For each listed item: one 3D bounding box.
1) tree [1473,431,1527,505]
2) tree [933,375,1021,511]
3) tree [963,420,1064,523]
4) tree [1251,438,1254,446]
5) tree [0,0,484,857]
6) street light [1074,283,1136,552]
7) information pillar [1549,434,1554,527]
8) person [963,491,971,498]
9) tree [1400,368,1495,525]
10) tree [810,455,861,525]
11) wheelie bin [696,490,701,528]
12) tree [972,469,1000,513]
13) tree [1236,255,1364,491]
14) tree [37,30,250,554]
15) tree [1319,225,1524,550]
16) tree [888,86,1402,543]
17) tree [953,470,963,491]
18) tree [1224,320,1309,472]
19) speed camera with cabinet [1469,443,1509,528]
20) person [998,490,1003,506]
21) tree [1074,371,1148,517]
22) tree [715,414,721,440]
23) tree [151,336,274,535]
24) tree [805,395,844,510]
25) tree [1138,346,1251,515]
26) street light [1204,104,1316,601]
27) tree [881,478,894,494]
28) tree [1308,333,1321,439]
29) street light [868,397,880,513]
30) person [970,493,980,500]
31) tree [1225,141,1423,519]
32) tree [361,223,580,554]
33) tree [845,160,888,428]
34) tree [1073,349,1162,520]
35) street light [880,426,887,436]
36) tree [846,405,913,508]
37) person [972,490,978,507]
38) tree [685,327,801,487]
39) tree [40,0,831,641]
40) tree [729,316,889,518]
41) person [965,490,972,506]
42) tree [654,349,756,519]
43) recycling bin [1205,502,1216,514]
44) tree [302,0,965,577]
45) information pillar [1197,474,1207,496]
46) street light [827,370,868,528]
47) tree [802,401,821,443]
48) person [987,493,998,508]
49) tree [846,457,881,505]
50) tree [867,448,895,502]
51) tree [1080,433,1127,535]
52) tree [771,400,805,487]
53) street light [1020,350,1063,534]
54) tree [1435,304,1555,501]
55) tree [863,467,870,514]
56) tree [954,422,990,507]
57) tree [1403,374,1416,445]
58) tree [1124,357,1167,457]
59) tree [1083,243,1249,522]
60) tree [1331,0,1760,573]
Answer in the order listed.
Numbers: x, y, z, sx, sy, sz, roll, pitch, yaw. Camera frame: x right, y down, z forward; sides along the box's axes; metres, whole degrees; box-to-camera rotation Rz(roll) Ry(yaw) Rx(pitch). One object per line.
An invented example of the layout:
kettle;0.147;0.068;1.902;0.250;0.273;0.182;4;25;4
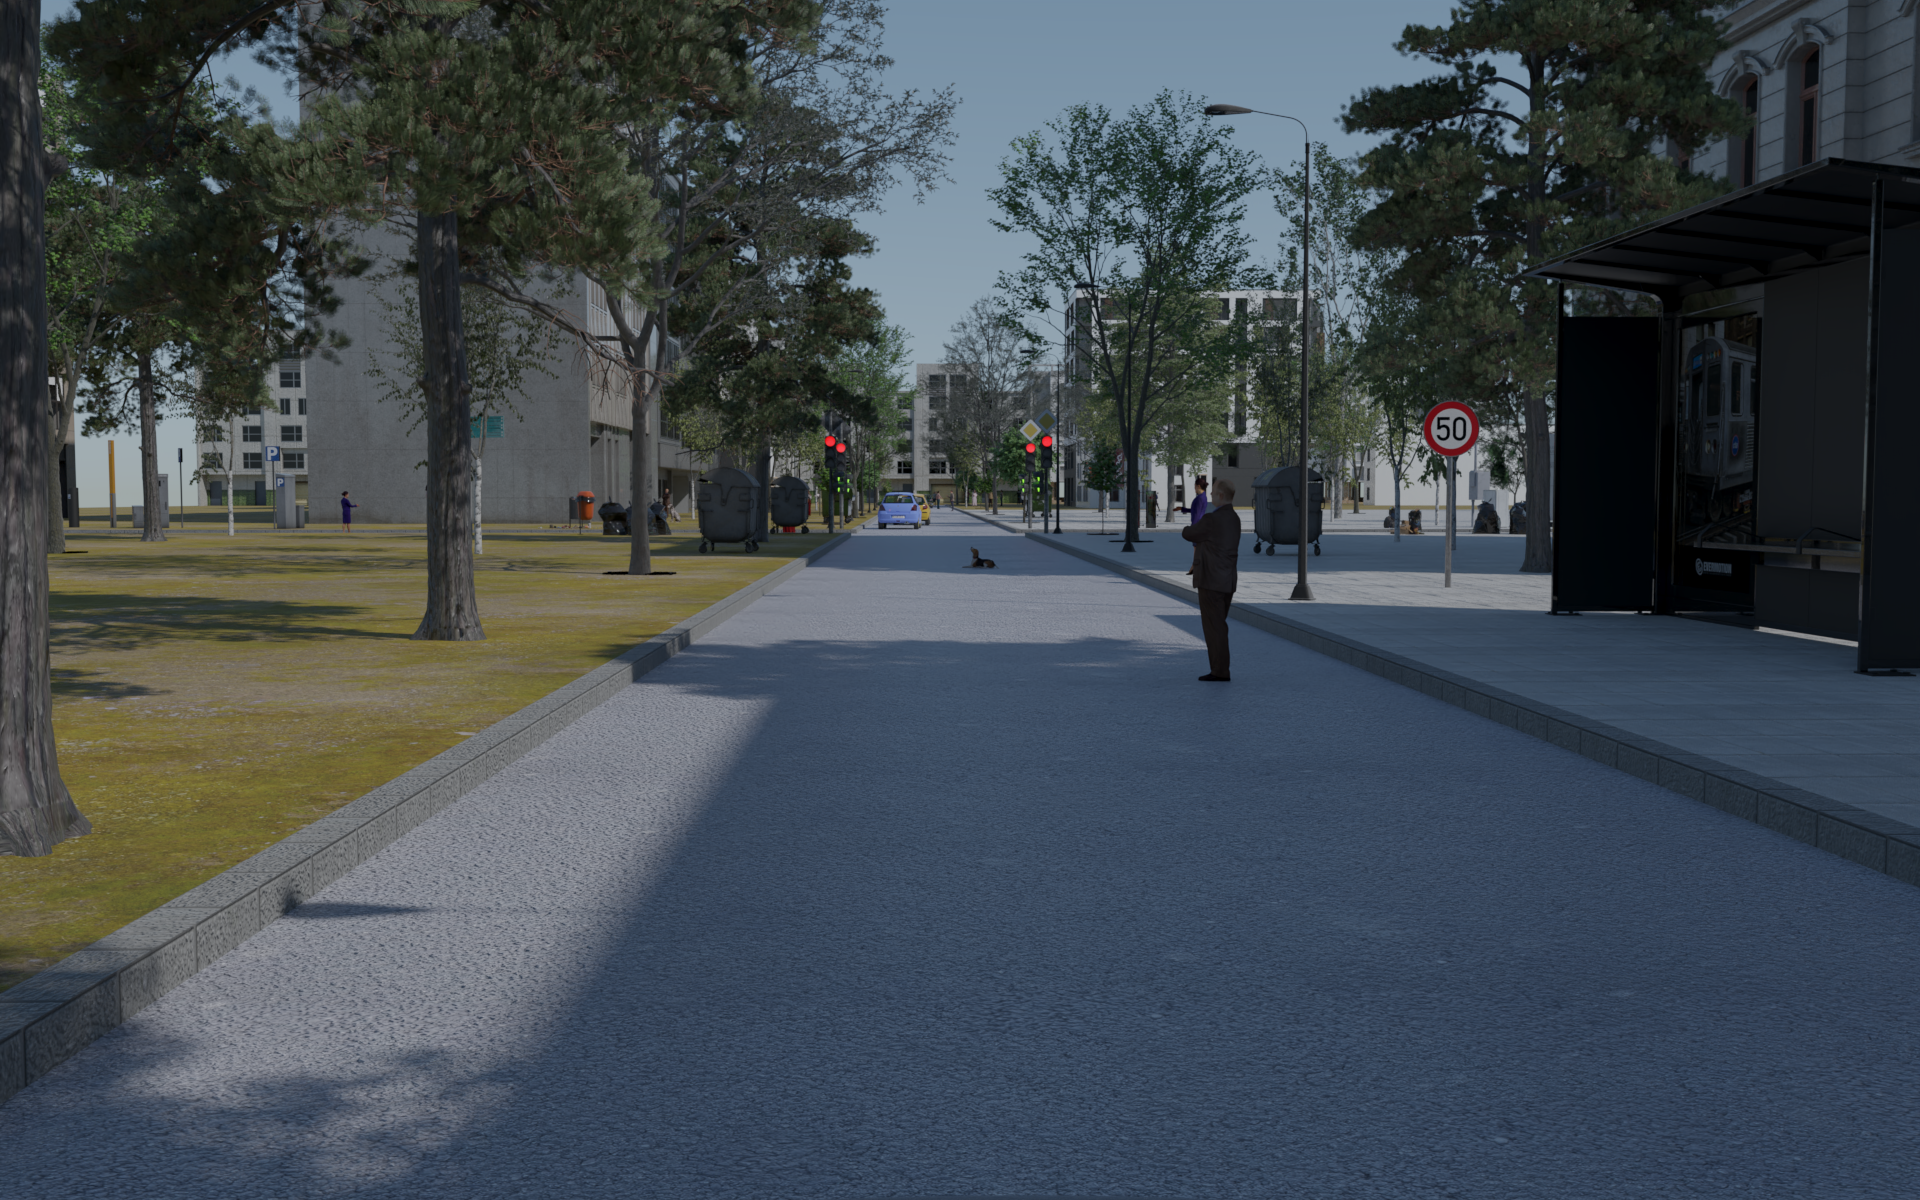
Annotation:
tree;49.758;-10.258;130.616;20.602;7.101;11.467;-1;4;-21
tree;1.737;-12.016;130.876;7.601;10.594;8.767;1;4;19
tree;2.866;-5.666;76.354;4.285;4.588;4.351;0;3;0
tree;18.230;-12.114;132.480;8.767;10.594;7.601;0;4;3
tree;-3.383;-6.042;6.210;7.806;13.903;7.818;0;3;0
street light;3.199;-4.019;38.255;1.470;5.913;1.316;0;4;-1
information pillar;23.333;-4.632;67.045;0.184;3.620;1.656;-2;4;-32
person;0.813;-11.789;199.619;1.217;1.723;0.721;-2;4;-34
tree;19.740;-7.366;70.797;4.360;8.622;3.978;0;3;0
tree;-5.321;-4.783;72.799;1.663;3.219;1.824;0;3;0
wheelie bin;-9.418;-3.478;64.775;0.980;1.594;0.693;2;4;29
tree;2.090;-7.702;120.526;1.663;3.219;1.824;0;3;0
tree;10.214;-6.290;53.202;4.360;8.622;3.978;0;3;0
tree;-19.440;-6.817;37.215;9.928;11.665;9.643;0;3;0
tree;11.034;-5.447;39.417;4.737;8.622;4.395;0;3;0
tree;4.493;-7.329;45.591;9.928;11.665;9.643;0;3;0
tree;0.901;-12.491;187.943;4.285;4.588;4.351;0;3;0
tree;12.981;-7.438;71.978;4.737;8.622;4.395;0;3;0
speed camera with cabinet;20.431;-4.439;66.914;0.660;3.252;2.038;-1;4;-13
person;4.298;-10.760;182.696;0.721;1.735;1.217;-1;4;-18
tree;8.587;-8.986;97.284;4.360;8.622;3.978;0;3;0
tree;-12.905;-11.766;118.135;9.928;11.665;9.643;0;3;0
tree;-22.904;-6.313;53.576;4.360;8.622;3.978;0;3;0
tree;-10.146;-9.596;107.251;4.737;8.622;4.395;0;3;0
tree;13.755;-10.640;108.369;7.601;10.594;8.767;0;4;5
street light;3.606;-2.952;20.811;1.470;5.913;1.316;0;4;-1
tree;-8.530;-12.961;206.517;1.663;3.219;1.824;0;3;0
tree;11.829;-5.869;46.319;4.737;8.622;4.395;0;3;0
street light;-4.687;-6.727;82.532;1.470;5.913;1.316;0;4;-1
person;1.935;-12.758;214.637;1.348;1.823;0.705;0;4;-3
tree;20.501;-14.403;91.371;12.611;20.169;13.585;0;3;0
tree;-10.285;-5.300;37.023;4.360;8.622;3.978;0;3;0
tree;-5.268;-7.590;46.154;6.751;12.117;7.091;0;3;0
tree;8.307;-8.332;86.592;4.737;8.622;4.395;0;3;0
street light;-5.114;-7.794;99.975;1.470;5.913;1.316;0;4;-1
tree;-7.482;-13.864;161.085;7.601;10.594;8.767;-3;5;-43
person;1.482;-10.457;177.689;0.621;1.740;0.551;3;4;37
tree;-9.371;-7.458;72.301;4.360;8.622;3.978;0;3;0
tree;-4.502;-5.678;14.885;6.751;12.117;7.091;0;3;0
tree;-5.588;-10.157;91.824;9.928;11.665;9.643;0;3;0
person;0.816;-11.061;187.603;1.217;1.743;0.721;-2;4;-25
tree;-13.461;-8.452;88.556;4.737;8.622;4.395;0;3;0
recycling bin;7.982;-2.688;56.497;0.722;1.027;0.722;0;4;-1
tree;-5.060;-7.151;27.291;12.009;13.543;11.850;0;3;0
information pillar;8.979;-3.660;64.335;0.304;2.012;0.304;-1;4;-16
street light;-4.286;-5.637;64.699;1.470;5.913;1.316;0;4;-1
tree;-8.446;-8.073;82.363;4.360;8.622;3.978;0;3;0
person;2.901;-9.561;162.464;1.348;1.812;0.705;2;4;24
tree;-8.090;-9.924;145.966;4.285;4.588;4.351;0;3;0
tree;-9.526;-15.381;201.846;4.737;8.622;4.395;0;3;0
tree;4.624;-3.660;54.440;1.663;3.219;1.824;0;3;0
tree;-12.377;-9.176;100.382;4.737;8.622;4.395;0;3;0
street light;2.623;-5.096;55.867;1.470;5.913;1.316;0;4;-1
tree;25.816;-8.835;78.872;8.767;10.594;7.601;-2;4;-23
tree;-6.552;-7.074;110.254;1.663;3.219;1.824;0;3;0
tree;0.754;-13.250;166.998;4.737;8.622;4.395;0;3;0
tree;25.998;-11.442;112.824;9.928;11.665;9.643;0;3;0
tree;9.858;-12.788;119.458;12.009;13.543;11.850;0;3;0
tree;9.472;-9.822;78.722;7.486;12.596;7.792;0;3;0
tree;9.428;-6.486;28.109;6.751;12.117;7.091;0;3;0
